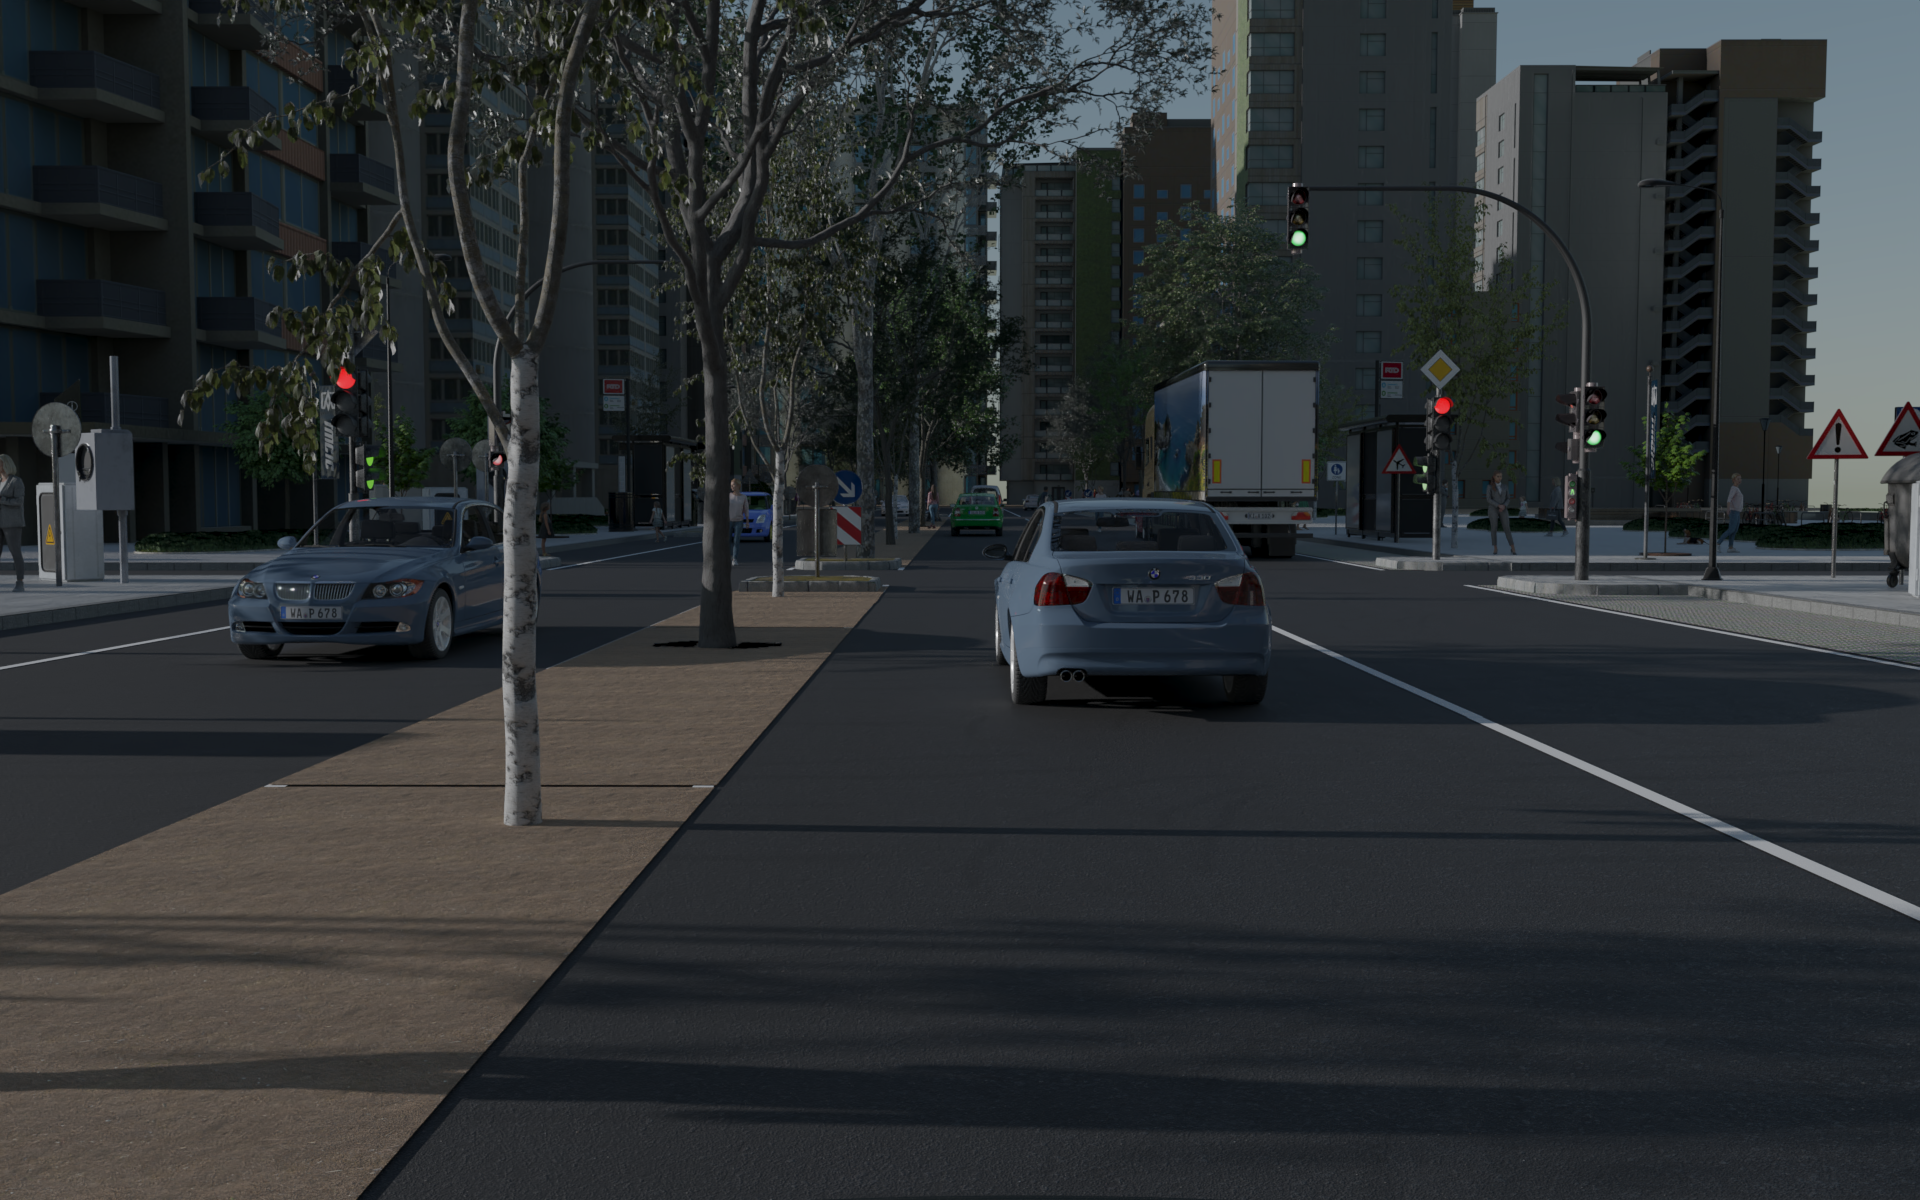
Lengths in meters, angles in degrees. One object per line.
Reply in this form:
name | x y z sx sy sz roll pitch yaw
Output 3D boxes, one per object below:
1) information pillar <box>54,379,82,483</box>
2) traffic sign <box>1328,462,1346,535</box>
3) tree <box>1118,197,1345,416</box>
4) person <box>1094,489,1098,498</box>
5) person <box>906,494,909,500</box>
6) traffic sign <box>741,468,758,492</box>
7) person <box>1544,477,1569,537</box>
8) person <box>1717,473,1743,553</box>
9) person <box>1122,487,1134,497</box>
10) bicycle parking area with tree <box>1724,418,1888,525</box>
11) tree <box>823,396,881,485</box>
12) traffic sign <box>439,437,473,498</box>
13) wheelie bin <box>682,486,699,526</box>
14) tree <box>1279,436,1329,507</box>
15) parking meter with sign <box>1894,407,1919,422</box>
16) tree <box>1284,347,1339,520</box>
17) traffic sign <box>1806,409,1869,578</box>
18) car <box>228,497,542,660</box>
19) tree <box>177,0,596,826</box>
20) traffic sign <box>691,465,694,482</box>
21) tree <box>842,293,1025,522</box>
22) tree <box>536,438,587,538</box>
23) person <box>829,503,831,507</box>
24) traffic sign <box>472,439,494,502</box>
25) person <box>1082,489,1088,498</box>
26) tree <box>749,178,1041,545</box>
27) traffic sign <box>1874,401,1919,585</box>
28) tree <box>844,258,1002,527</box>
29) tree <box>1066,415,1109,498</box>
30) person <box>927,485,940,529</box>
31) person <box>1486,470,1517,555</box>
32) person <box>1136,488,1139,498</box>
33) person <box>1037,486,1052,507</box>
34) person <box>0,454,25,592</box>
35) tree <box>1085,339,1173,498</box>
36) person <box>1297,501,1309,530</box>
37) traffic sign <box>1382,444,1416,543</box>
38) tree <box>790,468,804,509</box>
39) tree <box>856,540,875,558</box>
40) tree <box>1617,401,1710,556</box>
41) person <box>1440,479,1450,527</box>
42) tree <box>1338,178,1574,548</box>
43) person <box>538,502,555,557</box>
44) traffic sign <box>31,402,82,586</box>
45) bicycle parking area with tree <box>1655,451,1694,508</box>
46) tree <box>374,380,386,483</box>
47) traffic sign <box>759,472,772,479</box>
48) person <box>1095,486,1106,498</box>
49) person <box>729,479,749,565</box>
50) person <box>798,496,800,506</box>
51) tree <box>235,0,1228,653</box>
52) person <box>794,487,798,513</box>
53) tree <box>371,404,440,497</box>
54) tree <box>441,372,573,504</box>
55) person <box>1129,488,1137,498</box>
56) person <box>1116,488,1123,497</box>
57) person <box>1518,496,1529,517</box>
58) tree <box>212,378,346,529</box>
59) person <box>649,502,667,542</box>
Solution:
information pillar | -18.135 -2.689 35.315 0.504 3.616 0.183 -1 4 -15
traffic sign | 11.847 -3.205 54.527 0.606 2.300 0.079 0 4 4
tree | 11.726 -10.274 74.631 9.857 13.997 8.962 0 3 0
person | 14.039 -10.644 180.033 1.348 1.831 0.705 0 4 -1
person | -4.946 -10.000 172.015 1.348 1.821 0.705 -3 4 -36
traffic sign | -10.687 -5.380 87.959 0.884 2.594 0.081 0 4 2
person | 17.984 -2.811 52.189 0.728 1.800 0.709 1 4 21
person | 16.801 -1.906 37.874 0.598 1.740 0.731 1 4 20
person | 11.650 -6.930 119.882 0.617 1.759 0.750 3 5 43
bicycle parking area with tree | 32.863 -4.777 65.102 8.231 4.147 9.016 1 4 15
tree | -11.079 -17.107 186.357 9.857 13.997 8.962 0 3 0
traffic sign | -11.356 -2.379 39.010 0.768 2.556 0.104 0 4 4
wheelie bin | -10.739 -3.731 68.916 0.693 1.594 0.980 0 4 7
tree | 11.745 -4.901 63.837 4.285 4.588 4.351 0 3 0
parking meter with sign | 18.894 -2.295 33.789 0.543 3.016 1.738 0 4 2
tree | 17.557 -8.223 84.800 4.737 8.622 4.395 0 3 0
traffic sign | 13.367 -1.617 26.438 0.884 2.594 0.081 1 4 8
car | -5.300 -0.278 16.542 2.014 1.417 4.499 0 4 2
tree | -1.907 -3.343 7.480 4.360 8.622 3.978 0 3 0
traffic sign | -11.848 -4.613 75.530 0.768 2.556 0.104 0 4 2
tree | -1.374 -10.426 89.928 9.611 12.733 9.660 0 3 0
tree | -11.952 -3.416 50.453 1.663 3.219 1.824 0 3 0
person | -12.721 -10.090 171.026 1.348 1.822 0.705 0 4 -5
traffic sign | -11.014 -2.459 40.316 0.768 2.556 0.104 0 4 7
person | 12.014 -9.787 166.767 0.721 1.736 1.217 2 4 29
tree | -1.924 -6.842 48.738 8.767 10.594 7.601 0 4 0
traffic sign | 13.291 -1.491 24.383 0.884 2.594 0.081 0 4 2
tree | -1.557 -8.959 74.690 9.928 11.665 9.643 0 3 0
tree | 11.957 -12.653 157.240 4.737 8.622 4.395 0 3 0
person | -1.083 -3.846 71.398 0.555 1.821 0.388 -2 4 -32
person | 11.485 -1.860 36.726 0.520 1.790 0.573 -1 4 -20
person | 15.256 -8.613 146.738 0.599 1.838 0.709 -3 4 -38
person | 3.781 -4.191 77.366 0.623 1.781 0.721 -1 4 -9
person | -12.471 -1.001 22.599 0.537 1.800 0.526 2 4 25
tree | 12.014 -11.545 114.519 9.928 11.665 9.643 0 3 0
person | 12.163 -3.372 61.426 0.529 1.795 0.600 0 4 -4
traffic sign | 11.444 -2.766 45.220 0.884 2.594 0.081 0 4 7
tree | -11.453 -8.085 126.791 1.663 3.219 1.824 0 3 0
tree | -3.286 -11.004 38.265 12.611 20.169 13.585 0 3 0
tree | 14.779 -2.545 36.215 1.663 3.219 1.824 0 3 0
person | 18.595 -3.711 66.524 0.447 1.846 0.655 0 4 6
tree | 11.754 -5.512 40.483 4.737 8.622 4.395 0 3 0
person | -9.498 -1.628 39.791 0.373 1.253 0.362 -1 4 -15
traffic sign | -12.538 -1.463 24.029 0.768 2.556 0.104 1 4 10
bicycle parking area with tree | 45.779 -7.065 102.512 8.231 4.147 9.016 1 4 17
tree | -27.093 -7.699 76.237 4.737 8.622 4.395 0 3 0
traffic sign | -10.991 -5.994 98.111 0.768 2.556 0.104 1 4 8
person | 5.233 -3.434 65.321 0.731 1.740 0.598 1 4 19
person | -4.618 -1.575 34.918 0.731 1.740 0.598 0 4 -7
person | -17.234 -10.938 185.792 0.530 1.710 0.541 2 4 27
tree | -2.233 -6.286 15.602 12.009 13.543 11.850 0 3 0
person | -11.181 -6.850 118.731 0.721 1.739 1.217 -1 4 -8
tree | -11.964 -2.616 37.380 1.663 3.219 1.824 0 3 0
tree | -12.169 -3.846 46.594 4.285 4.588 4.351 0 3 0
person | 12.856 -7.612 131.214 1.217 1.735 0.721 1 4 12
person | 12.185 -7.516 129.654 1.217 1.736 0.721 0 4 -2
person | 21.145 -3.289 64.838 0.382 1.210 0.505 -1 4 -20
tree | -18.136 -3.832 46.362 4.285 4.588 4.351 0 3 0
person | -8.975 -2.319 51.423 0.382 1.210 0.505 3 4 38
